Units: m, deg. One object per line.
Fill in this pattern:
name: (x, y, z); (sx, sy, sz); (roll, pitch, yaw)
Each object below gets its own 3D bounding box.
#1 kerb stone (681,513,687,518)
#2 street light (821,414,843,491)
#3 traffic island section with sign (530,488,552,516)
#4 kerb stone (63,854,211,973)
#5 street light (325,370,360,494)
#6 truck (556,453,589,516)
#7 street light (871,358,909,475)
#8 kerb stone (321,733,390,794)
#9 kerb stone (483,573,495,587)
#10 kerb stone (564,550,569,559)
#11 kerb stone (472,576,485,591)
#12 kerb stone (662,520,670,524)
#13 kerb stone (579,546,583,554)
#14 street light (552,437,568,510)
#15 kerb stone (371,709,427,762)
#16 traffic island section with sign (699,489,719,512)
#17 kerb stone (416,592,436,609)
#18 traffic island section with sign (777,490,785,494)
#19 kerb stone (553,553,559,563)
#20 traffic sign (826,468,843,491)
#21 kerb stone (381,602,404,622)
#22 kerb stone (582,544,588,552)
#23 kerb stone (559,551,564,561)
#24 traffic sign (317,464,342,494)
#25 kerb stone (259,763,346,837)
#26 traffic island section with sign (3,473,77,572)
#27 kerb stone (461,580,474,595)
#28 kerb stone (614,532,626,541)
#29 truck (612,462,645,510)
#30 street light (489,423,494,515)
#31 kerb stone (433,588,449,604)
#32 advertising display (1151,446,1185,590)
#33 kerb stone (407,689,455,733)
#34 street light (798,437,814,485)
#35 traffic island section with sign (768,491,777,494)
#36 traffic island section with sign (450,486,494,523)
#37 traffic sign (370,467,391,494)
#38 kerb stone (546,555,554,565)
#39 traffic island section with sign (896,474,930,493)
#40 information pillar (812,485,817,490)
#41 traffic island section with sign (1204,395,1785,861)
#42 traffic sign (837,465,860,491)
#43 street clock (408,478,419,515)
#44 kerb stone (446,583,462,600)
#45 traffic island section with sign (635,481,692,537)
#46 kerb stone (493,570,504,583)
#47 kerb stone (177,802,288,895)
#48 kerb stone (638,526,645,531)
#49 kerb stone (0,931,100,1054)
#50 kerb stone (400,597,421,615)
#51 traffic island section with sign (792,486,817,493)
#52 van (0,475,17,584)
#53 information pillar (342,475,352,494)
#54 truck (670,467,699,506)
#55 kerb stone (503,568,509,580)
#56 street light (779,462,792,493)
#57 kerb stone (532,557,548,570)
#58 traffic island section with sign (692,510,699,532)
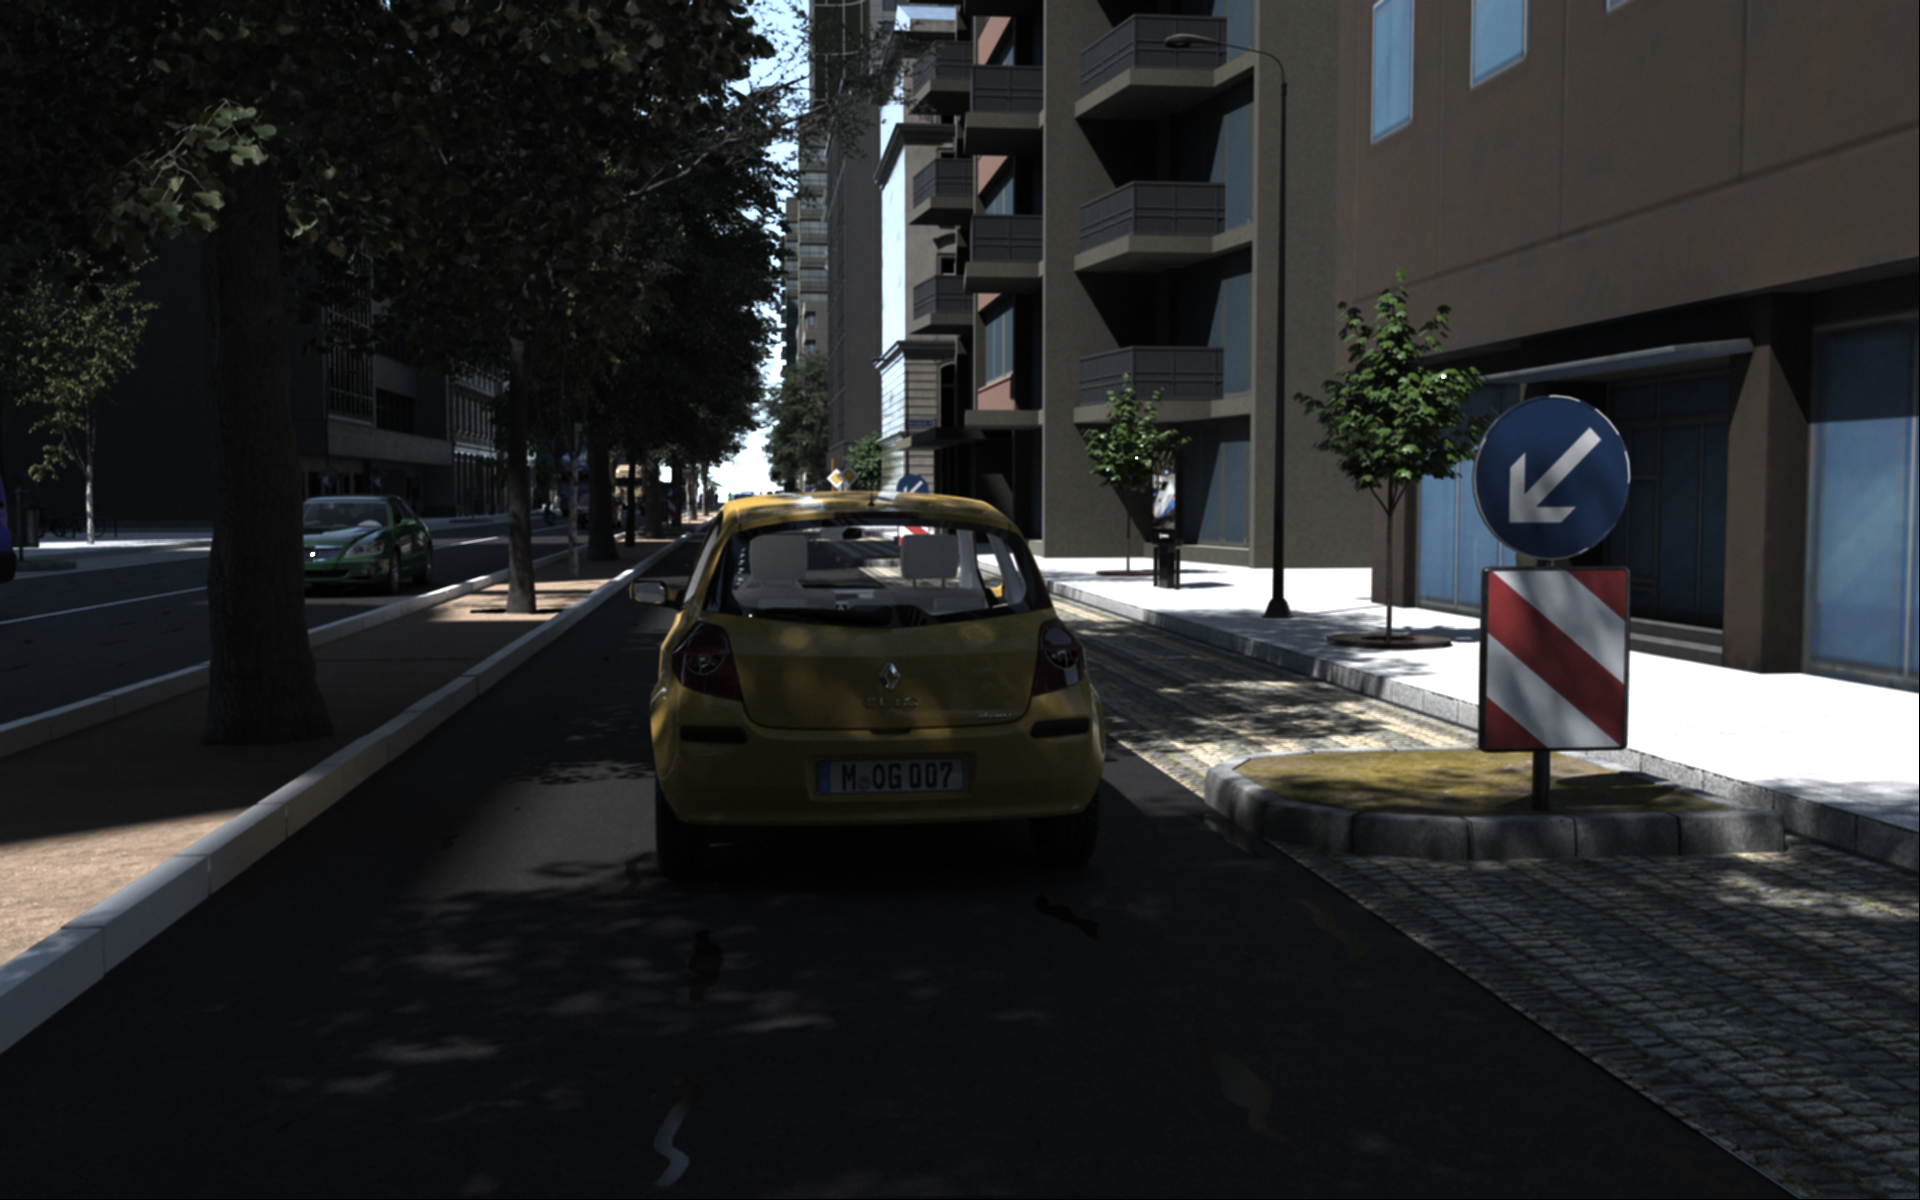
kerb stone: (-17.638, -5.413, 110.790); (0.120, 0.150, 1.000); (0, 4, -7)
street light: (-7.377, -7.840, 100.731); (1.470, 5.913, 1.316); (0, 4, -7)
traffic island section with sign: (-27.737, -6.431, 113.781); (1.989, 1.847, 2.006); (0, 4, -7)
kerb stone: (-2.673, 1.016, 5.655); (0.120, 0.150, 1.000); (0, 4, -7)
street light: (-23.200, -5.656, 65.019); (1.470, 5.913, 1.316); (0, 4, -7)
truck: (-25.280, -7.873, 118.475); (2.967, 4.110, 18.799); (0, 4, -7)
street light: (-2.335, -5.298, 59.156); (1.470, 5.913, 1.316); (0, 4, -7)
kerb stone: (-3.049, 0.825, 8.717); (0.120, 0.150, 1.000); (0, 4, -7)
kerb stone: (-7.364, -0.278, 26.767); (0.120, 0.150, 1.000); (0, 4, -7)
kerb stone: (-8.734, -0.961, 37.981); (0.120, 0.150, 1.000); (0, 4, -7)
kerb stone: (-7.241, -0.216, 25.752); (0.120, 0.150, 1.000); (0, 4, -7)
kerb stone: (-14.655, -3.920, 86.377); (0.120, 0.150, 1.000); (0, 4, -7)
kerb stone: (-9.114, -1.152, 41.046); (0.120, 0.150, 1.000); (0, 4, -7)
street light: (-32.492, -10.285, 140.707); (1.470, 5.913, 1.316); (0, 4, -7)
kerb stone: (-3.164, 0.767, 9.733); (0.120, 0.150, 1.000); (0, 4, -7)
traffic island section with sign: (-20.251, -8.106, 140.666); (2.006, 1.907, 1.989); (0, 4, -7)
kerb stone: (-6.749, 0.032, 21.679); (0.120, 0.150, 1.000); (0, 4, -7)
traffic island section with sign: (-11.136, -6.607, 116.648); (1.989, 1.847, 2.006); (0, 4, -7)
kerb stone: (-8.482, -0.841, 35.947); (0.120, 0.150, 1.000); (0, 4, -7)
traffic sign: (-4.781, -3.882, 67.119); (0.795, 2.450, 0.064); (0, 4, -7)
kerb stone: (-6.496, 0.156, 19.646); (0.120, 0.150, 1.000); (0, 4, -7)
kerb stone: (-9.360, -1.277, 43.076); (0.120, 0.150, 1.000); (0, 4, -7)
kerb stone: (-8.611, -0.903, 36.966); (0.120, 0.150, 1.000); (0, 4, -7)
traffic sign: (-20.783, -3.272, 57.146); (0.795, 2.450, 0.064); (0, 4, -7)
kerb stone: (-2.921, 0.887, 7.701); (0.120, 0.150, 1.000); (0, 4, -7)
traffic island section with sign: (-17.799, -1.457, 32.446); (1.989, 1.847, 2.006); (0, 4, -7)
kerb stone: (-7.122, -0.155, 24.723); (0.120, 0.150, 1.000); (0, 4, -7)
kerb stone: (-10.855, -2.021, 55.293); (0.120, 0.150, 1.000); (0, 4, -7)
truck: (-29.300, -10.193, 155.561); (2.839, 4.237, 11.283); (0, 4, -5)
street light: (-28.197, -8.172, 106.151); (1.470, 5.913, 1.316); (0, 4, -7)
kerb stone: (-6.872, -0.027, 22.694); (0.120, 0.150, 1.000); (0, 4, -7)
advertising display: (2.823, -1.125, 23.614); (0.123, 1.923, 0.974); (-1, 4, -14)
kerb stone: (-3.296, 0.701, 10.747); (0.120, 0.150, 1.000); (0, 4, -7)
street light: (-12.579, -10.354, 141.837); (1.470, 5.913, 1.316); (0, 4, -7)
traffic island section with sign: (-17.141, -9.612, 165.790); (1.989, 1.847, 2.006); (0, 4, -7)
traffic island section with sign: (-24.450, -4.786, 86.874); (1.989, 1.847, 2.006); (0, 4, -7)
traffic sign: (-21.752, -3.757, 65.073); (0.795, 2.450, 0.064); (0, 4, -7)
kerb stone: (-8.363, -0.774, 34.925); (0.120, 0.150, 1.000); (0, 4, -7)
traffic island section with sign: (-1.120, -1.595, 34.710); (1.989, 1.847, 2.006); (0, 4, -7)
information pillar: (-11.161, -7.853, 132.882); (0.304, 2.012, 0.304); (-3, 5, -42)
traffic island section with sign: (2.175, 0.057, 7.700); (1.989, 1.847, 2.006); (0, 4, -7)
traffic sign: (-3.812, -3.398, 59.192); (0.795, 2.450, 0.064); (0, 4, -7)
street clock: (-25.225, -4.612, 79.975); (0.358, 2.002, 0.471); (3, 5, 41)
kerb stone: (-6.991, -0.093, 23.709); (0.120, 0.150, 1.000); (0, 4, -7)
traffic island section with sign: (-10.236, -3.094, 58.728); (2.006, 1.907, 1.989); (0, 4, -7)
kerb stone: (-7.482, -0.342, 27.787); (0.120, 0.150, 1.000); (0, 4, -7)
kerb stone: (-2.797, 0.952, 6.678); (0.120, 0.150, 1.000); (0, 4, -7)
kerb stone: (-12.286, -2.733, 67.020); (0.120, 0.150, 1.000); (0, 4, -7)
kerb stone: (-2.541, 1.078, 4.635); (0.120, 0.150, 1.000); (0, 4, -7)
kerb stone: (-6.618, 0.094, 20.664); (0.120, 0.150, 1.000); (0, 4, -7)
traffic island section with sign: (-7.853, -4.964, 89.784); (1.989, 1.847, 2.006); (0, 4, -7)
van: (-12.161, -0.858, 18.410); (2.240, 2.365, 5.245); (0, 4, -6)
information pillar: (-23.366, -3.768, 66.096); (0.304, 2.012, 0.304); (-1, 4, -10)
truck: (-28.318, -11.606, 178.663); (2.839, 4.237, 11.283); (0, 4, -8)
kerb stone: (-7.614, -0.404, 28.807); (0.120, 0.150, 1.000); (0, 4, -7)
street light: (-21.707, -15.004, 217.850); (1.470, 5.913, 1.316); (0, 4, -7)
kerb stone: (-8.235, -0.713, 33.900); (0.120, 0.150, 1.000); (0, 4, -7)
traffic island section with sign: (-11.125, -3.544, 66.082); (2.006, 1.907, 1.989); (0, 4, -7)
